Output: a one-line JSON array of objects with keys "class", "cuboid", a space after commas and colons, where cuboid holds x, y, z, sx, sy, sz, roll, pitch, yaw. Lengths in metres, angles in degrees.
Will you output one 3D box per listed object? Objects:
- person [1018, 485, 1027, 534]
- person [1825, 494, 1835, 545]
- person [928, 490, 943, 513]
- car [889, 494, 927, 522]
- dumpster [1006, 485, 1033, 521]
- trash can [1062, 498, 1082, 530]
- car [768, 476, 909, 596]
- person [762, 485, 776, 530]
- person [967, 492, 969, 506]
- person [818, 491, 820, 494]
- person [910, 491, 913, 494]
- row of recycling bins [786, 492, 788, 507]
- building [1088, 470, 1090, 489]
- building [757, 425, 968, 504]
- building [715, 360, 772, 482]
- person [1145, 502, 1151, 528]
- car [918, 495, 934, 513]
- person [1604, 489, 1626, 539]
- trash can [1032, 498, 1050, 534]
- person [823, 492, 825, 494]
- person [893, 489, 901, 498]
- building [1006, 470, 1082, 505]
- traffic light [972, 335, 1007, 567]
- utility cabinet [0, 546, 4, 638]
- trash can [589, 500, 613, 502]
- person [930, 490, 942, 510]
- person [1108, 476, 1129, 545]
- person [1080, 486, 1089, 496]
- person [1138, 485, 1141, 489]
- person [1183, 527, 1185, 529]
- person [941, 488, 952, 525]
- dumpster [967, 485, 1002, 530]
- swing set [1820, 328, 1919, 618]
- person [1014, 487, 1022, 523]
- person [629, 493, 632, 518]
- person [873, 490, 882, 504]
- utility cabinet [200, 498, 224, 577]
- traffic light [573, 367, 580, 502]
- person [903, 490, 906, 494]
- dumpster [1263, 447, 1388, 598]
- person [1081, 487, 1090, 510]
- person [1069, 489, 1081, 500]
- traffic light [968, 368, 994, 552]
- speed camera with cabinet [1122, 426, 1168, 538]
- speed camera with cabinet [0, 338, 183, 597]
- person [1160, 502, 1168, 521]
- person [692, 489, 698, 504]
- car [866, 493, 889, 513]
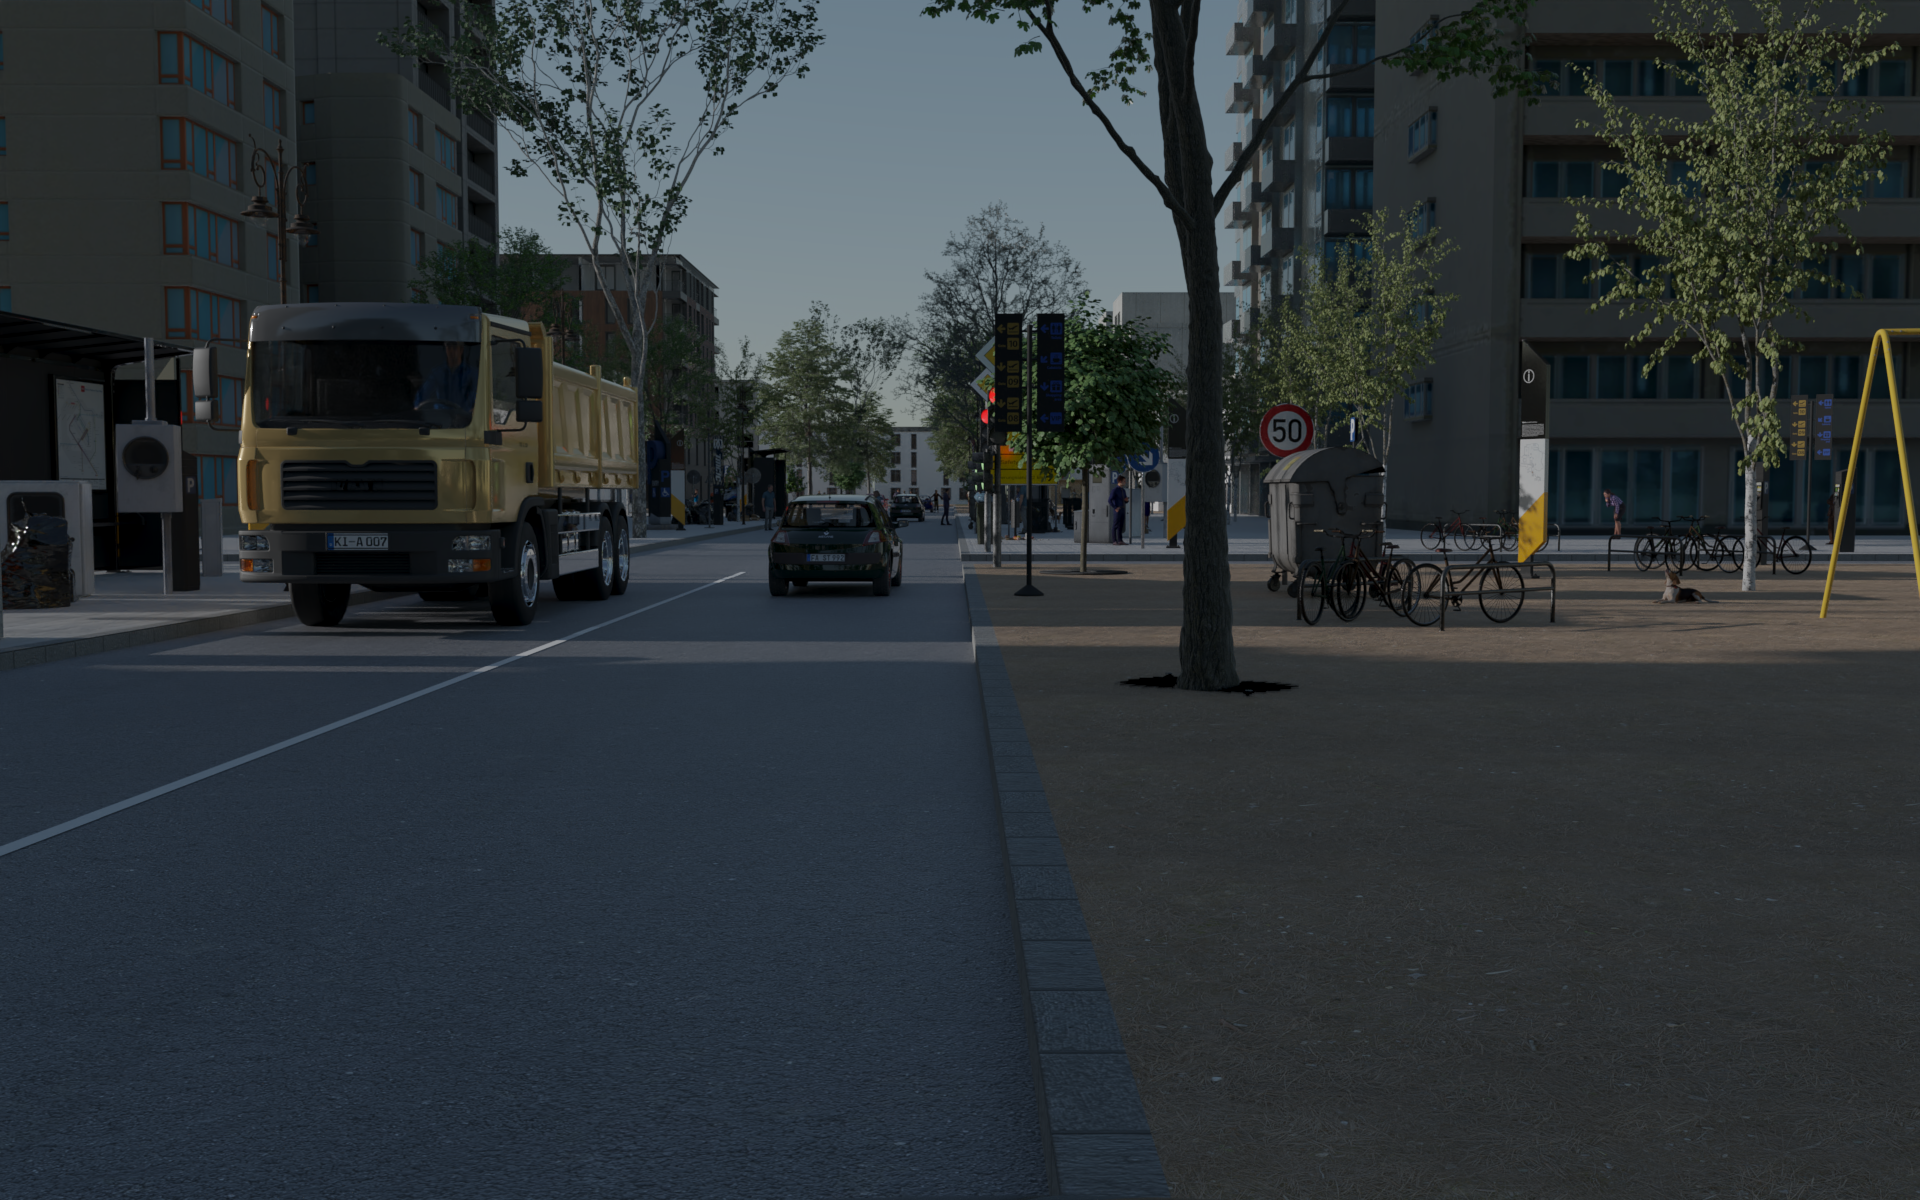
[{"class": "person", "cuboid": [2.024, -3.002, 55.262, 0.434, 1.807, 0.598, 3, 5, 40]}, {"class": "person", "cuboid": [22.134, -2.165, 43.717, 0.388, 1.546, 0.482, -1, 4, -17]}, {"class": "person", "cuboid": [-1.799, -7.440, 130.671, 1.217, 1.766, 0.721, 1, 4, 15]}, {"class": "car", "cuboid": [-2.740, -4.938, 90.518, 2.009, 1.686, 4.222, 0, 4, 1]}, {"class": "dumpster", "cuboid": [2.892, -4.770, 83.744, 1.264, 1.857, 1.865, 0, 4, 0]}, {"class": "trash can", "cuboid": [4.092, -3.109, 62.491, 0.748, 1.137, 0.748, 0, 3, 0]}, {"class": "car", "cuboid": [-1.791, -0.975, 25.728, 2.009, 1.686, 4.222, 0, 4, 1]}, {"class": "person", "cuboid": [-7.518, -3.649, 68.297, 0.598, 1.807, 0.434, -2, 4, -28]}, {"class": "person", "cuboid": [1.031, -10.703, 181.034, 0.705, 1.824, 1.348, -2, 4, -28]}, {"class": "person", "cuboid": [-15.744, -11.348, 194.054, 1.348, 1.822, 0.705, -3, 5, -42]}, {"class": "person", "cuboid": [-5.142, -10.477, 180.589, 1.217, 1.735, 0.721, 3, 5, 42]}, {"class": "row of recycling bins", "cuboid": [-11.388, -6.183, 108.198, 1.069, 1.692, 3.534, 0, 4, 3]}, {"class": "building", "cuboid": [31.495, -23.332, 225.453, 32.646, 21.610, 27.936, 0, 4, 0]}, {"class": "building", "cuboid": [-10.710, -16.766, 216.269, 28.070, 9.664, 9.099, 0, 4, 0]}, {"class": "building", "cuboid": [-40.507, -21.621, 219.958, 31.486, 18.905, 16.747, 0, 4, 0]}, {"class": "person", "cuboid": [7.022, -3.476, 65.253, 0.453, 1.535, 0.546, 0, 4, -3]}, {"class": "car", "cuboid": [-2.928, -7.519, 135.512, 1.945, 1.354, 3.894, 0, 4, 0]}, {"class": "person", "cuboid": [18.466, -2.423, 48.884, 0.697, 1.427, 0.421, -1, 4, -19]}, {"class": "trash can", "cuboid": [2.559, -2.741, 56.473, 0.748, 1.137, 0.748, 0, 3, 0]}, {"class": "person", "cuboid": [-12.017, -8.880, 154.452, 0.599, 1.433, 0.991, 1, 4, 22]}, {"class": "person", "cuboid": [-3.976, -6.154, 109.574, 0.683, 1.767, 0.568, 0, 4, 4]}, {"class": "building", "cuboid": [9.511, -22.206, 219.480, 11.380, 20.091, 16.016, 0, 4, 0]}, {"class": "traffic light", "cuboid": [0.633, -2.532, 30.320, 0.839, 4.253, 0.868, 0, 4, 0]}, {"class": "utility cabinet", "cuboid": [-8.993, -0.387, 15.001, 1.173, 1.500, 0.318, -2, 4, -35]}, {"class": "trash can", "cuboid": [-9.258, -2.009, 44.496, 0.748, 1.137, 0.748, 0, 3, 0]}, {"class": "person", "cuboid": [-2.130, -8.789, 152.224, 1.348, 1.821, 0.705, -2, 4, -31]}, {"class": "person", "cuboid": [4.033, -2.236, 43.304, 0.504, 1.737, 0.576, 2, 4, 30]}, {"class": "person", "cuboid": [6.144, -4.721, 83.960, 0.841, 1.734, 0.376, 2, 4, 35]}, {"class": "person", "cuboid": [10.096, -5.541, 96.771, 0.598, 1.807, 0.434, 1, 4, 20]}, {"class": "person", "cuboid": [8.429, -3.331, 63.744, 0.697, 1.427, 0.421, -1, 4, -20]}, {"class": "person", "cuboid": [-0.623, -4.285, 79.473, 0.530, 1.710, 0.541, 0, 4, -3]}, {"class": "dumpster", "cuboid": [0.902, -3.515, 63.221, 1.264, 1.857, 1.865, 0, 4, 0]}, {"class": "swing set", "cuboid": [10.001, -1.142, 16.291, 3.119, 2.851, 2.862, 1, 4, 9]}, {"class": "person", "cuboid": [2.566, -4.195, 76.697, 0.319, 1.574, 0.516, -1, 4, -17]}, {"class": "person", "cuboid": [-17.813, -5.277, 94.379, 0.319, 1.574, 0.516, 2, 4, 26]}, {"class": "person", "cuboid": [-2.823, -2.906, 58.218, 0.429, 1.552, 0.499, 2, 4, 30]}, {"class": "utility cabinet", "cuboid": [-11.819, -0.990, 27.355, 0.306, 1.237, 1.020, -1, 4, -22]}, {"class": "traffic light", "cuboid": [-8.466, -3.017, 38.245, 0.839, 4.253, 0.868, 0, 4, 0]}, {"class": "person", "cuboid": [-5.903, -10.716, 183.784, 1.350, 1.814, 0.705, 2, 4, 30]}, {"class": "dumpster", "cuboid": [4.638, -0.994, 22.011, 1.264, 1.857, 1.865, 0, 4, 0]}, {"class": "person", "cuboid": [4.423, -3.200, 60.573, 0.429, 1.552, 0.499, 1, 4, 14]}, {"class": "person", "cuboid": [10.576, -9.340, 159.546, 1.217, 1.735, 0.721, -2, 4, -24]}, {"class": "traffic light", "cuboid": [0.595, -3.020, 38.305, 0.839, 4.253, 0.868, 0, 4, 0]}, {"class": "speed camera with cabinet", "cuboid": [5.235, -3.461, 50.923, 2.038, 3.252, 0.660, 3, 5, 40]}, {"class": "speed camera with cabinet", "cuboid": [-10.875, -1.670, 21.645, 2.038, 3.252, 0.660, -1, 4, -16]}, {"class": "person", "cuboid": [9.926, -4.649, 82.717, 0.621, 1.740, 0.551, 2, 4, 23]}, {"class": "person", "cuboid": [-16.760, -6.263, 110.314, 0.662, 1.594, 0.647, -1, 4, -10]}, {"class": "car", "cuboid": [-6.203, -7.123, 125.503, 2.155, 1.783, 4.494, 0, 4, 1]}]
